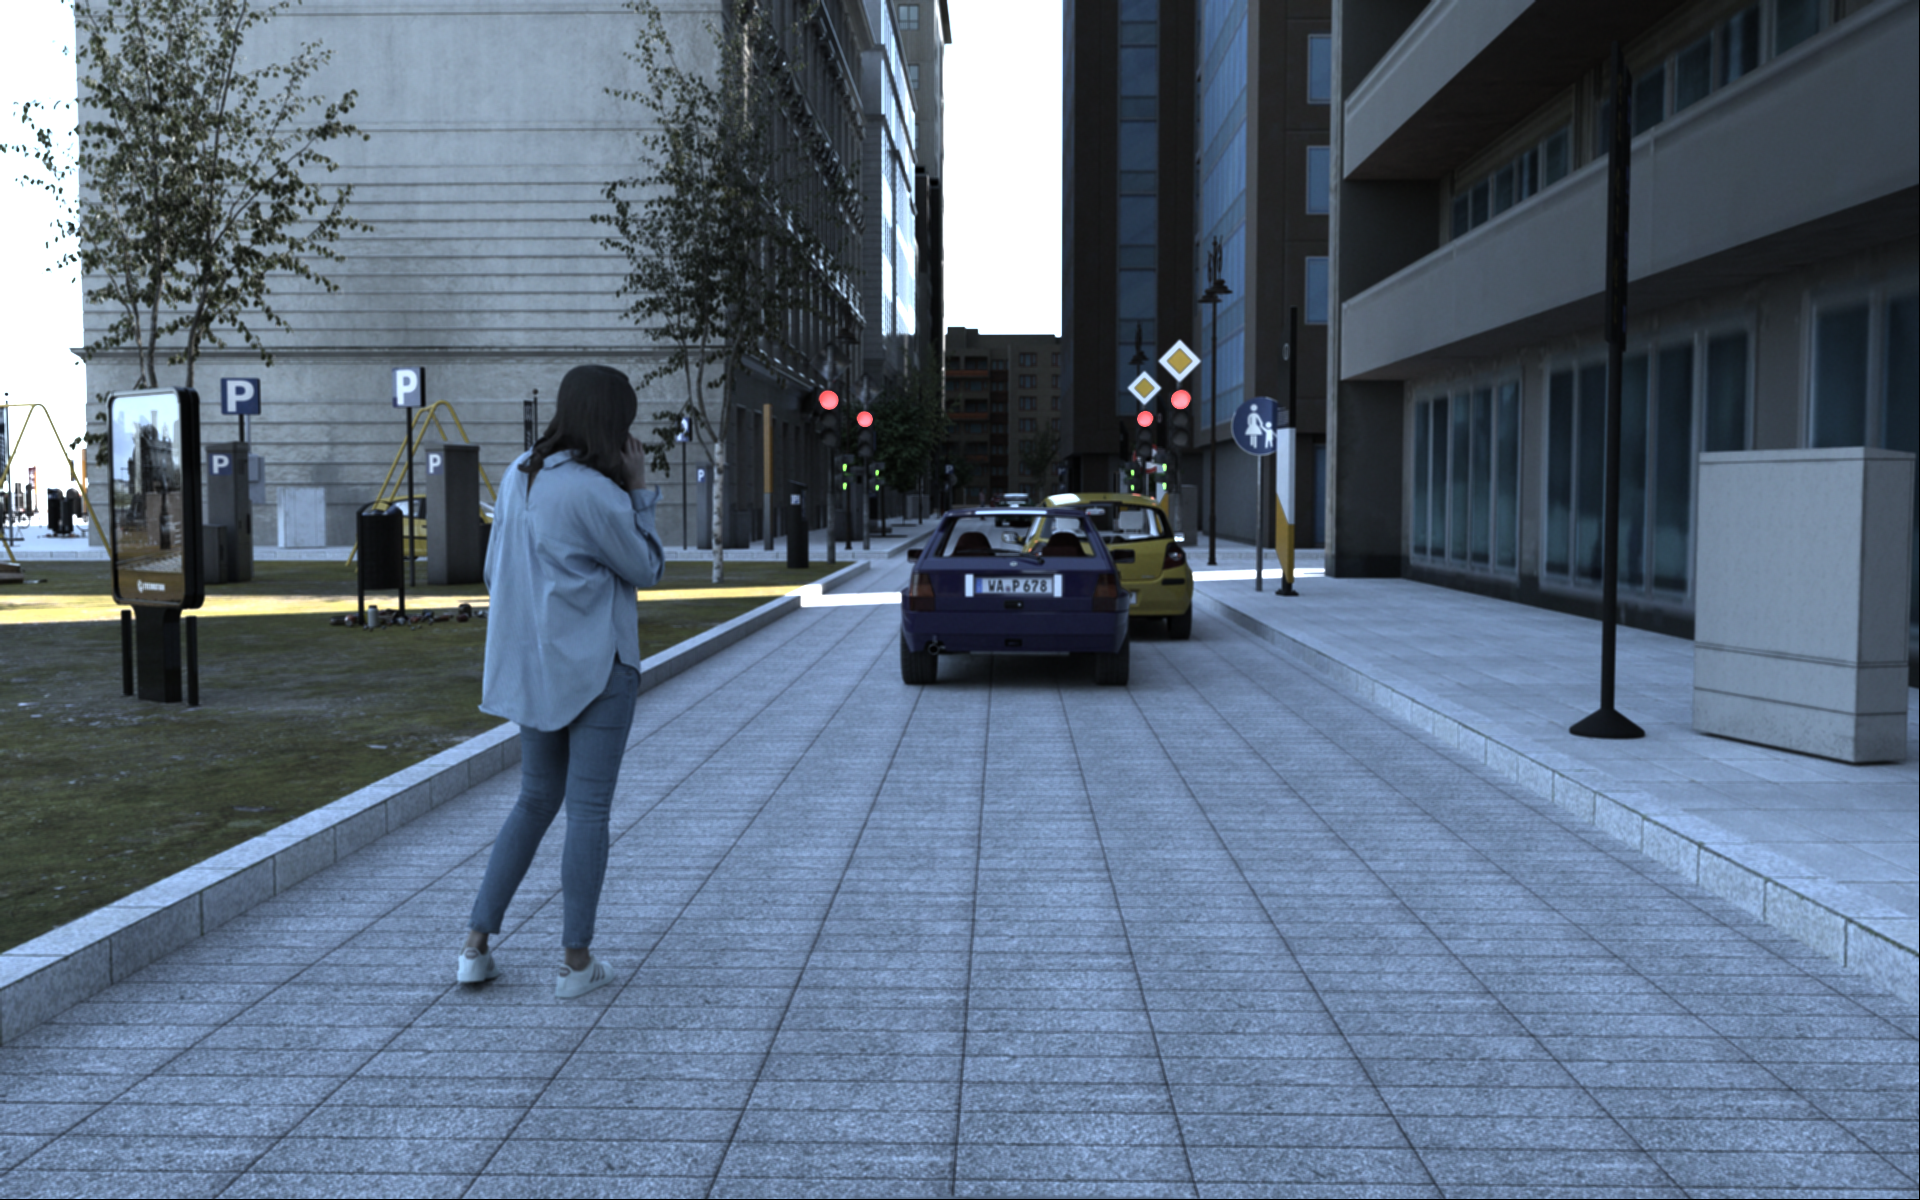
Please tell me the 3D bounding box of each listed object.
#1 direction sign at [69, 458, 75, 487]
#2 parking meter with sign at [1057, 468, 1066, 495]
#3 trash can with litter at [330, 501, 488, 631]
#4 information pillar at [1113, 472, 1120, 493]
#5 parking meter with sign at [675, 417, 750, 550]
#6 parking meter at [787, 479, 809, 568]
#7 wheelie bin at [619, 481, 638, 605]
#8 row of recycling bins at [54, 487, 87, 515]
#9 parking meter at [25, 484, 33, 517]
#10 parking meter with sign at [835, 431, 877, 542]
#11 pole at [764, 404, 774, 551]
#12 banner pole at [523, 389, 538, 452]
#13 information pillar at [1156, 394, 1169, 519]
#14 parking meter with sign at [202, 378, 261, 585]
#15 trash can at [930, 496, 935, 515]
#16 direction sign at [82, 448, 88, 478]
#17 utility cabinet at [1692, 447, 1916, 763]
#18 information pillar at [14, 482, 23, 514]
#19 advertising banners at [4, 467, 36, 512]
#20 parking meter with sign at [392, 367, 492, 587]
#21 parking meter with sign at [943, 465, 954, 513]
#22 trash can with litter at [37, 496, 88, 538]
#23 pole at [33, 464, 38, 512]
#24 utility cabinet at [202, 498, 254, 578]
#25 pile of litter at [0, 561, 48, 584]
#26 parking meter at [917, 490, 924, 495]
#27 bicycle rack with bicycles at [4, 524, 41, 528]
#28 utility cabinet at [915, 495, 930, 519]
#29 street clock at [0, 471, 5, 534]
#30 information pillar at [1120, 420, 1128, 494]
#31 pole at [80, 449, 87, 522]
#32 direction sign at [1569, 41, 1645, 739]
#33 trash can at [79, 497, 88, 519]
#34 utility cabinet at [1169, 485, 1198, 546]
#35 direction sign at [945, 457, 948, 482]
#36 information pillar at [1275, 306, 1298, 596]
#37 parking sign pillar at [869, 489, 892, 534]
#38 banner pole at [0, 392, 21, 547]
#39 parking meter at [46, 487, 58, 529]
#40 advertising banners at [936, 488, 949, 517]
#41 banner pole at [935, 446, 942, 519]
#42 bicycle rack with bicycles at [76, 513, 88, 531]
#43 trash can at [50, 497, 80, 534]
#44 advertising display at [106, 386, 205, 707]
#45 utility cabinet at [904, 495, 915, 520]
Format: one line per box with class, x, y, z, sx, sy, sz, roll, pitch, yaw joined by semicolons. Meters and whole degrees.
direction sign;-56.539;-7.239;110.356;0.379;3.537;0.876;-1;4;-9
parking meter with sign;6.183;-6.653;105.039;0.543;3.016;1.738;0;4;2
trash can with litter;-5.427;-0.387;17.387;1.678;1.210;2.233;2;4;31
information pillar;5.222;-3.206;56.909;0.304;2.012;0.304;-1;4;-18
parking meter with sign;-5.699;-2.684;40.147;1.738;3.016;0.543;-3;5;-43
parking meter;-2.814;-1.322;30.024;0.372;1.533;0.369;0;3;0
wheelie bin;-3.500;-0.567;17.182;0.693;1.594;0.980;0;4;4
row of recycling bins;-54.409;-6.124;107.247;3.534;1.692;1.069;-1;4;-19
parking meter;-52.402;-5.611;97.456;0.399;1.863;0.255;3;4;37
parking meter with sign;-2.914;-3.119;47.258;0.543;3.016;1.738;2;4;25
pole;-4.343;-2.779;39.279;0.158;3.312;0.155;0;3;0
banner pole;-10.140;-3.121;41.047;0.401;3.779;0.863;1;4;11
information pillar;4.735;-3.007;40.524;0.183;3.616;0.504;-1;4;-21
parking meter with sign;-10.716;-1.775;25.282;0.543;3.016;1.738;0;4;-6
trash can;-1.954;-5.869;107.609;0.748;1.137;0.748;0;3;0
direction sign;-42.604;-5.693;85.075;0.876;3.537;0.379;-1;4;-14
utility cabinet;4.212;-0.001;8.698;0.318;1.500;1.173;-1;4;-14
information pillar;-56.806;-6.116;104.484;0.304;2.012;0.304;1;4;9
advertising banners;-59.832;-6.972;110.184;0.090;3.025;2.074;3;5;44
parking meter with sign;-7.194;-1.736;24.645;0.543;3.016;1.738;2;4;29
parking meter with sign;-0.742;-6.551;103.373;0.543;3.016;1.738;0;4;-7
trash can with litter;-26.573;-2.470;51.437;2.233;1.210;1.678;3;5;44
pole;-62.330;-7.520;116.794;0.158;3.312;0.155;0;3;0
utility cabinet;-11.375;-0.937;26.478;1.020;1.237;0.306;0;4;-4
pile of litter;-13.927;-0.658;24.718;1.719;0.858;1.176;-2;4;-35
parking meter;-2.194;-5.360;96.042;0.372;1.533;0.369;0;3;0
bicycle rack with bicycles;-35.923;-3.157;65.007;2.925;0.926;2.852;1;4;20
utility cabinet;-2.100;-4.849;90.443;1.020;1.237;0.306;2;4;26
street clock;-30.662;-3.100;55.258;0.471;2.002;0.358;3;4;38
information pillar;5.151;-3.864;54.529;0.183;3.616;0.504;-1;4;-18
pole;-39.584;-5.162;78.234;0.158;3.312;0.155;0;3;0
direction sign;3.455;-1.049;9.145;0.379;3.537;0.876;2;4;25
trash can;-46.179;-4.860;91.115;0.748;1.137;0.748;0;3;0
utility cabinet;5.330;-2.051;42.213;0.318;1.500;1.173;3;5;44
direction sign;-0.834;-6.934;105.372;0.379;3.537;0.876;-1;4;-9
information pillar;4.125;-1.868;21.894;0.183;3.616;0.504;-1;4;-9
parking sign pillar;-2.951;-4.183;56.863;1.447;3.967;1.447;0;4;-6
banner pole;-23.440;-3.213;42.545;0.863;3.779;0.401;3;5;44
parking meter;-33.301;-3.374;63.572;0.372;1.533;0.369;0;3;0
advertising banners;-1.012;-6.294;99.095;0.090;3.025;2.074;1;4;21
banner pole;-1.181;-6.107;89.858;0.401;3.779;0.863;-1;4;-15
bicycle rack with bicycles;-29.144;-2.868;60.277;2.925;0.926;2.852;-2;4;-27
trash can;-28.928;-2.702;55.828;0.748;1.137;0.748;0;3;0
advertising display;-4.974;-0.336;10.709;0.974;1.923;0.123;3;5;40
utility cabinet;-2.606;-4.595;86.295;0.306;1.237;1.020;-1;4;-12
